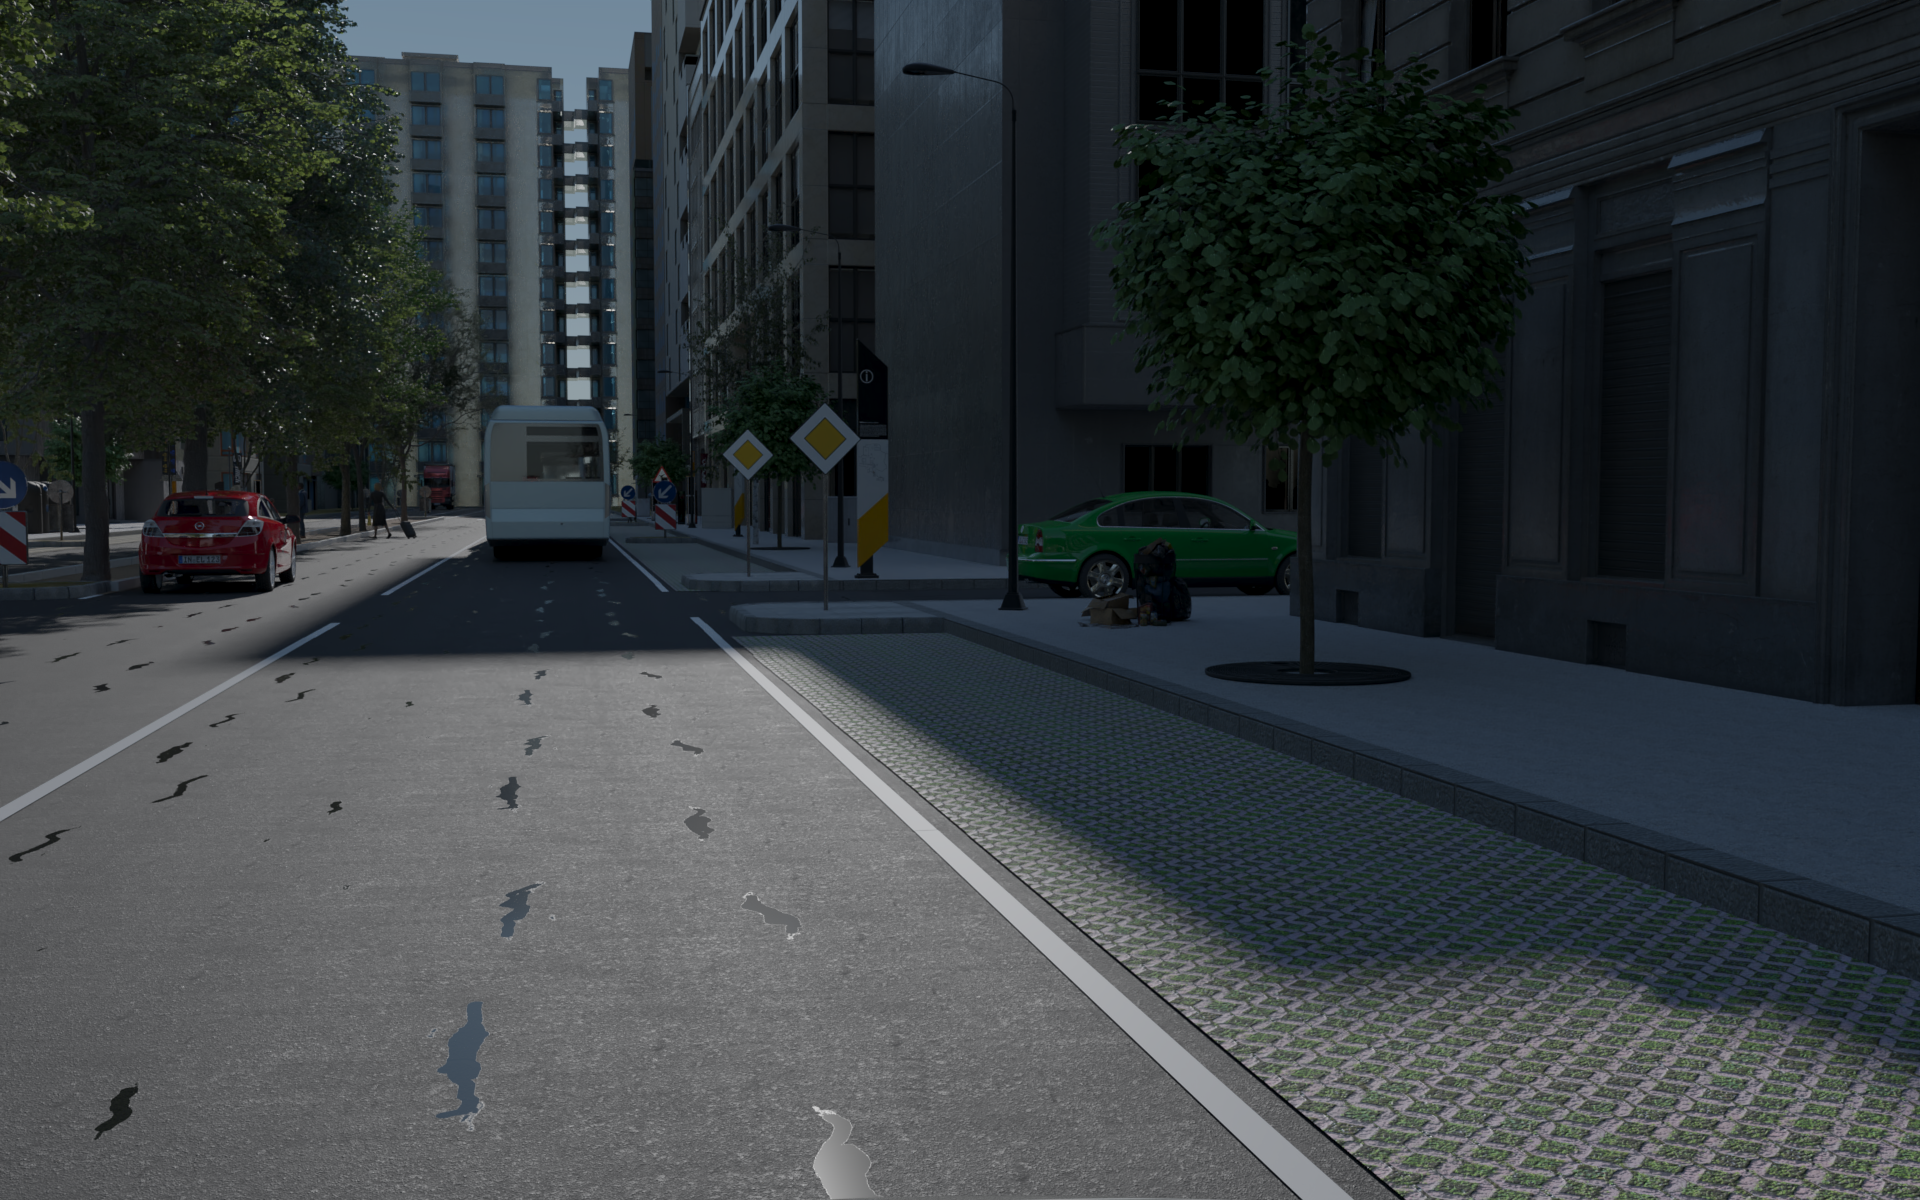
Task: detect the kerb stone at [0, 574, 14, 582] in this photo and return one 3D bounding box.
[{"bbox_3d":[-15.022,-0.314,27.378,0.120,0.150,1.000,-1,4,-13],"label":"kerb stone"}]

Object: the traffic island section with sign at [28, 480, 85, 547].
[{"bbox_3d":[-24.617,-2.362,47.247,1.989,1.847,2.006,-1,4,-13],"label":"traffic island section with sign"}]

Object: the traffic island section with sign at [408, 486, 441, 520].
[{"bbox_3d":[-30.147,-5.465,97.483,2.006,1.907,1.989,-1,4,-13],"label":"traffic island section with sign"}]

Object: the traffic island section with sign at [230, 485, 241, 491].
[{"bbox_3d":[-30.702,-3.973,73.589,1.989,1.847,2.006,-1,4,-13],"label":"traffic island section with sign"}]

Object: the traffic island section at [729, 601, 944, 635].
[{"bbox_3d":[-1.461,0.193,19.129,2.009,0.180,2.903,-1,4,-13],"label":"traffic island section"}]

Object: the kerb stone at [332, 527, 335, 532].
[{"bbox_3d":[-23.792,-2.640,65.353,0.120,0.150,1.000,-1,4,-13],"label":"kerb stone"}]

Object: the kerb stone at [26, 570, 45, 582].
[{"bbox_3d":[-15.243,-0.378,28.376,0.120,0.150,1.000,-1,4,-13],"label":"kerb stone"}]

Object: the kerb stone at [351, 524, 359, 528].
[{"bbox_3d":[-25.641,-3.129,73.347,0.120,0.150,1.000,-1,4,-13],"label":"kerb stone"}]

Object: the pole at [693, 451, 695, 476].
[{"bbox_3d":[-12.693,-5.410,82.296,0.158,3.312,0.155,0,3,0],"label":"pole"}]

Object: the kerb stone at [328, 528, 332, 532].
[{"bbox_3d":[-23.569,-2.578,64.352,0.120,0.150,1.000,-1,4,-13],"label":"kerb stone"}]

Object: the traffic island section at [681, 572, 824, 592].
[{"bbox_3d":[-3.260,-0.283,26.909,2.009,0.180,2.903,-1,4,-13],"label":"traffic island section"}]

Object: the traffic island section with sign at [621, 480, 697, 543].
[{"bbox_3d":[-8.812,-2.584,50.877,1.989,1.847,2.006,-1,4,-13],"label":"traffic island section with sign"}]

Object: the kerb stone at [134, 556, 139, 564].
[{"bbox_3d":[-16.853,-0.804,35.361,0.120,0.150,1.000,-1,4,-13],"label":"kerb stone"}]

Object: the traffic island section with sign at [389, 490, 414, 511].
[{"bbox_3d":[-48.334,-8.638,149.853,1.989,1.847,2.006,-1,4,-13],"label":"traffic island section with sign"}]

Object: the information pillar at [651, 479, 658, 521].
[{"bbox_3d":[-14.519,-4.764,82.378,0.304,2.012,0.304,-1,4,-19],"label":"information pillar"}]

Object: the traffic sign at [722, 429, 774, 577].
[{"bbox_3d":[-3.281,-1.418,26.827,0.795,2.450,0.064,-1,4,-13],"label":"traffic sign"}]

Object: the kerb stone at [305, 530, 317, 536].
[{"bbox_3d":[-22.636,-2.326,60.349,0.120,0.150,1.000,-1,4,-13],"label":"kerb stone"}]

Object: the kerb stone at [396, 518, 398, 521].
[{"bbox_3d":[-29.568,-4.167,90.323,0.120,0.150,1.000,-1,4,-13],"label":"kerb stone"}]

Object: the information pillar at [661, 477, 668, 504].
[{"bbox_3d":[-12.748,-4.300,74.795,0.304,2.012,0.304,0,4,-8],"label":"information pillar"}]

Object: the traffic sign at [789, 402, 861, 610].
[{"bbox_3d":[-1.483,-0.942,19.046,0.795,2.450,0.064,-1,4,-13],"label":"traffic sign"}]

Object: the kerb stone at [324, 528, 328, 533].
[{"bbox_3d":[-23.335,-2.517,63.349,0.120,0.150,1.000,-1,4,-13],"label":"kerb stone"}]

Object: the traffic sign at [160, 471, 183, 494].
[{"bbox_3d":[-32.564,-4.374,71.526,0.884,2.594,0.081,-1,4,-11],"label":"traffic sign"}]

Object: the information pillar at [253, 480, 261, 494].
[{"bbox_3d":[-37.168,-5.330,91.642,0.304,2.012,0.304,-3,4,-38],"label":"information pillar"}]

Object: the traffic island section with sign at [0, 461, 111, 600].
[{"bbox_3d":[-13.215,-0.987,24.270,2.006,1.907,1.989,-1,4,-13],"label":"traffic island section with sign"}]

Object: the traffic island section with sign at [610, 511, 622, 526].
[{"bbox_3d":[-15.037,-4.231,77.801,1.989,1.847,2.006,-1,4,-13],"label":"traffic island section with sign"}]

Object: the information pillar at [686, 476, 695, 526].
[{"bbox_3d":[-10.998,-4.050,70.710,0.304,2.012,0.304,-1,4,-23],"label":"information pillar"}]

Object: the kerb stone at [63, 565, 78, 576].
[{"bbox_3d":[-15.710,-0.500,30.368,0.120,0.150,1.000,-1,4,-13],"label":"kerb stone"}]

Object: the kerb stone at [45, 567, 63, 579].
[{"bbox_3d":[-15.470,-0.439,29.374,0.120,0.150,1.000,-1,4,-13],"label":"kerb stone"}]

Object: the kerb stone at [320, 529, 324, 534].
[{"bbox_3d":[-23.100,-2.456,62.347,0.120,0.150,1.000,-1,4,-13],"label":"kerb stone"}]

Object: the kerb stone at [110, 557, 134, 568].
[{"bbox_3d":[-16.628,-0.744,34.360,0.120,0.150,1.000,-1,4,-13],"label":"kerb stone"}]

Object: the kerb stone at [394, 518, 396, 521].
[{"bbox_3d":[-29.330,-4.106,89.323,0.120,0.150,1.000,-1,4,-13],"label":"kerb stone"}]

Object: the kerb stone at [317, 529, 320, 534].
[{"bbox_3d":[-22.876,-2.395,61.346,0.120,0.150,1.000,-1,4,-13],"label":"kerb stone"}]

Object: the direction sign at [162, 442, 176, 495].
[{"bbox_3d":[-32.077,-4.787,70.272,0.876,3.537,0.379,2,4,32],"label":"direction sign"}]

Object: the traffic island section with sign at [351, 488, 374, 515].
[{"bbox_3d":[-42.002,-6.964,122.485,1.989,1.847,2.006,-1,4,-13],"label":"traffic island section with sign"}]

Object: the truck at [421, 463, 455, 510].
[{"bbox_3d":[-48.391,-10.524,160.976,2.839,4.237,11.283,-1,4,-14],"label":"truck"}]

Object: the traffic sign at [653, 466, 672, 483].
[{"bbox_3d":[-13.720,-4.880,79.790,0.884,2.594,0.081,-1,4,-9],"label":"traffic sign"}]

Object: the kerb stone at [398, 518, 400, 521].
[{"bbox_3d":[-29.777,-4.219,91.324,0.120,0.150,1.000,-1,4,-13],"label":"kerb stone"}]

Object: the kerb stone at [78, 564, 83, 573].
[{"bbox_3d":[-15.935,-0.560,31.365,0.120,0.150,1.000,-1,4,-13],"label":"kerb stone"}]

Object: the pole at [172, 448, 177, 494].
[{"bbox_3d":[-35.003,-5.094,77.130,0.158,3.312,0.155,0,3,0],"label":"pole"}]

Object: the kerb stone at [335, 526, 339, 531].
[{"bbox_3d":[-24.019,-2.701,66.351,0.120,0.150,1.000,-1,4,-13],"label":"kerb stone"}]

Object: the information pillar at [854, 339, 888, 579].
[{"bbox_3d":[-1.344,-2.139,26.322,0.504,3.616,0.183,-1,4,-17],"label":"information pillar"}]

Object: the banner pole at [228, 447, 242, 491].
[{"bbox_3d":[-38.682,-6.259,92.359,0.863,3.779,0.401,-1,4,-21],"label":"banner pole"}]

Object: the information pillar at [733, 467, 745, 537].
[{"bbox_3d":[-6.622,-3.703,51.904,0.183,3.616,0.504,-3,4,-36],"label":"information pillar"}]

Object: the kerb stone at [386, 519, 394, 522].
[{"bbox_3d":[-29.101,-4.045,88.325,0.120,0.150,1.000,-1,4,-13],"label":"kerb stone"}]

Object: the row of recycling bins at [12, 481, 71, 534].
[{"bbox_3d":[-30.231,-3.049,56.970,1.069,1.692,3.534,-1,4,-9],"label":"row of recycling bins"}]
